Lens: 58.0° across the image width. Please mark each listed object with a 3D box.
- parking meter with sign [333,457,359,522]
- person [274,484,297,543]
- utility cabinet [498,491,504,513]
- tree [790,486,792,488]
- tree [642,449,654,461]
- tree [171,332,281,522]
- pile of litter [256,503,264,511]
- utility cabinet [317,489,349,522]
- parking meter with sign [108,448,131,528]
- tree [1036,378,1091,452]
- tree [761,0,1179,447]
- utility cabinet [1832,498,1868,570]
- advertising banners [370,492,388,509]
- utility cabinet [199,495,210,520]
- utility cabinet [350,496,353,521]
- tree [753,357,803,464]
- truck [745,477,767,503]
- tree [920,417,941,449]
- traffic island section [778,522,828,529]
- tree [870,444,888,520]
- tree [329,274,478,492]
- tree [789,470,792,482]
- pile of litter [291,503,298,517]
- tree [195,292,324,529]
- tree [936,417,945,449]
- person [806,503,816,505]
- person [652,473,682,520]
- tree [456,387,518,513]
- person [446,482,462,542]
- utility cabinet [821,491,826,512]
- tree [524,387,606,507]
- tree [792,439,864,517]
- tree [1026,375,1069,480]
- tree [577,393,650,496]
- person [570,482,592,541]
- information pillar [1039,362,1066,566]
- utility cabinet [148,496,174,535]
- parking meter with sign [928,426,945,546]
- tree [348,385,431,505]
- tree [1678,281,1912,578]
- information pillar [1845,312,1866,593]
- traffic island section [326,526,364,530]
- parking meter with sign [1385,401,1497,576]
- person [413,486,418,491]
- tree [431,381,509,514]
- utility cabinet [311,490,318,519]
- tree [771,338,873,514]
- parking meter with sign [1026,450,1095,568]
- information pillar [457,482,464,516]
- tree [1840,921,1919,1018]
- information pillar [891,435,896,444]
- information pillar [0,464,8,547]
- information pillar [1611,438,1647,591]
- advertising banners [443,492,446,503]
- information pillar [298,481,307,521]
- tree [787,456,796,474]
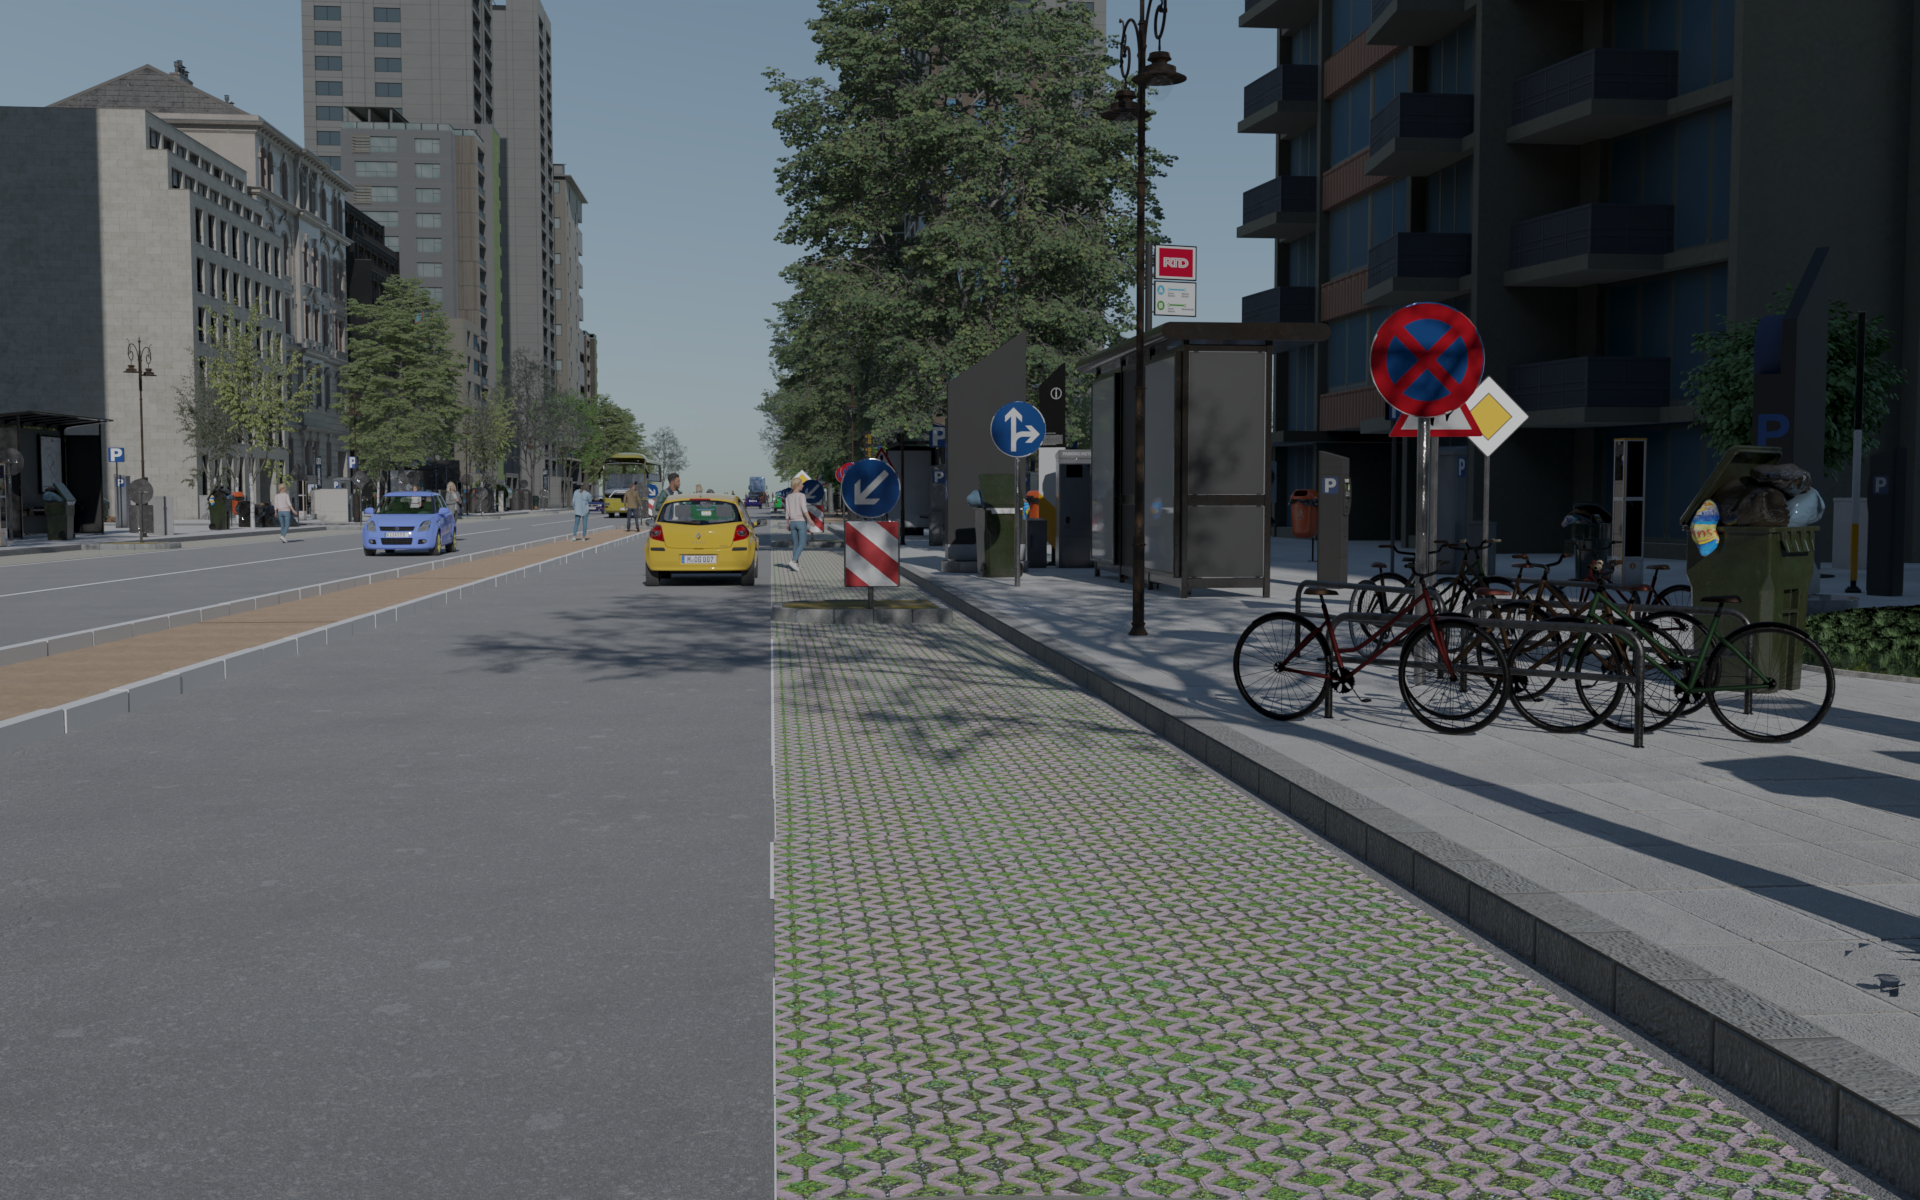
[{"bbox_3d":[-28.473,-5.101,79.658,0.543,3.016,1.738,2,4,24],"label":"parking meter with sign"},{"bbox_3d":[-19.785,-2.542,50.732,0.731,1.740,0.598,0,4,0],"label":"person"},{"bbox_3d":[-31.302,-6.691,118.083,0.318,1.500,1.173,-1,4,-13],"label":"utility cabinet"},{"bbox_3d":[-29.583,-19.046,306.004,1.663,3.219,1.824,0,3,0],"label":"tree"},{"bbox_3d":[-49.980,-19.827,274.540,4.737,8.622,4.395,0,3,0],"label":"tree"},{"bbox_3d":[-32.863,-7.803,77.934,4.360,8.622,3.978,0,3,0],"label":"tree"},{"bbox_3d":[-35.798,-4.555,88.444,1.719,0.858,1.176,1,4,20],"label":"pile of litter"},{"bbox_3d":[-28.312,-4.262,78.363,1.173,1.500,0.318,-1,4,-17],"label":"utility cabinet"},{"bbox_3d":[-31.733,-4.246,65.681,0.543,3.016,1.738,-1,4,-12],"label":"parking meter with sign"},{"bbox_3d":[7.260,-9.497,105.646,4.737,8.622,4.395,0,3,0],"label":"tree"},{"bbox_3d":[0.282,-7.956,36.737,9.857,13.997,8.962,0,3,0],"label":"tree"},{"bbox_3d":[15.317,-1.121,29.488,0.306,1.237,1.020,-1,4,-9],"label":"utility cabinet"},{"bbox_3d":[-40.945,-7.775,123.314,2.074,3.025,0.090,-3,4,-38],"label":"advertising banners"},{"bbox_3d":[-37.652,-4.612,86.563,1.020,1.237,0.306,3,5,45],"label":"utility cabinet"},{"bbox_3d":[-29.030,-4.348,82.250,0.306,1.237,1.020,-1,4,-15],"label":"utility cabinet"},{"bbox_3d":[-23.950,-23.510,240.275,12.611,20.169,13.585,0,3,0],"label":"tree"},{"bbox_3d":[-30.868,-16.638,261.793,2.967,4.110,18.799,0,4,-4],"label":"truck"},{"bbox_3d":[-3.393,-10.552,122.881,4.360,8.622,3.978,0,3,0],"label":"tree"},{"bbox_3d":[-6.494,-3.018,71.629,2.009,0.180,2.903,0,4,-6],"label":"traffic island section"},{"bbox_3d":[-2.637,-3.899,58.347,1.663,3.219,1.824,0,3,0],"label":"tree"},{"bbox_3d":[-28.727,-10.496,89.738,7.486,12.596,7.792,0,3,0],"label":"tree"},{"bbox_3d":[-10.211,-9.134,133.059,4.285,4.588,4.351,0,3,0],"label":"tree"},{"bbox_3d":[-36.725,-5.002,95.755,1.176,0.858,1.719,-1,4,-12],"label":"pile of litter"},{"bbox_3d":[-25.910,-6.929,63.659,4.737,8.622,4.395,0,3,0],"label":"tree"},{"bbox_3d":[-0.960,-11.968,146.039,4.737,8.622,4.395,0,3,0],"label":"tree"},{"bbox_3d":[-5.629,-3.375,64.037,0.716,1.782,0.532,-3,5,-42],"label":"person"},{"bbox_3d":[-5.284,-1.445,32.103,0.794,1.824,0.713,-3,4,-37],"label":"person"},{"bbox_3d":[-32.100,-10.305,118.843,4.737,8.622,4.395,0,3,0],"label":"tree"},{"bbox_3d":[-15.208,-2.656,52.114,0.537,1.800,0.526,-3,5,-45],"label":"person"},{"bbox_3d":[-9.625,-6.931,122.005,0.318,1.500,1.173,-1,4,-9],"label":"utility cabinet"},{"bbox_3d":[-38.372,-14.877,168.994,9.928,11.665,9.643,0,3,0],"label":"tree"},{"bbox_3d":[-6.589,-7.020,98.499,4.285,4.588,4.351,0,3,0],"label":"tree"},{"bbox_3d":[3.186,-8.582,90.672,4.360,8.622,3.978,0,3,0],"label":"tree"},{"bbox_3d":[-39.848,-16.924,194.829,7.486,12.596,7.792,0,3,0],"label":"tree"},{"bbox_3d":[-11.511,-2.680,52.576,0.793,1.790,0.793,-3,4,-36],"label":"person"},{"bbox_3d":[1.656,-2.417,30.879,0.504,3.616,0.183,1,4,22],"label":"information pillar"},{"bbox_3d":[-25.009,-2.633,54.209,1.020,1.237,0.306,3,4,37],"label":"utility cabinet"},{"bbox_3d":[-0.541,-2.887,43.465,0.543,3.016,1.738,0,4,2],"label":"parking meter with sign"},{"bbox_3d":[-38.543,-10.160,116.485,4.360,8.622,3.978,0,3,0],"label":"tree"},{"bbox_3d":[12.932,-2.641,26.899,4.285,4.588,4.351,0,3,0],"label":"tree"},{"bbox_3d":[11.673,-1.907,22.532,0.183,3.616,0.504,2,4,26],"label":"information pillar"},{"bbox_3d":[-24.131,-2.901,69.712,2.009,0.180,2.903,0,4,-6],"label":"traffic island section"},{"bbox_3d":[7.706,-1.923,27.708,1.738,3.016,0.543,3,5,39],"label":"parking meter with sign"},{"bbox_3d":[-20.633,-3.455,65.566,0.480,1.755,0.524,-1,4,-23],"label":"person"},{"bbox_3d":[-31.100,-9.896,112.164,4.360,8.622,3.978,0,3,0],"label":"tree"},{"bbox_3d":[-32.641,-4.835,87.731,0.318,1.500,1.173,-2,4,-29],"label":"utility cabinet"},{"bbox_3d":[-8.485,-11.903,112.737,7.486,12.596,7.792,0,3,0],"label":"tree"},{"bbox_3d":[2.008,-2.071,30.117,1.738,3.016,0.543,0,4,-6],"label":"parking meter with sign"},{"bbox_3d":[-29.683,-6.017,102.869,0.304,2.012,0.304,0,4,-3],"label":"information pillar"},{"bbox_3d":[2.966,-5.718,3.855,12.009,13.543,11.850,0,3,0],"label":"tree"},{"bbox_3d":[-2.461,-4.483,64.653,0.183,3.616,0.504,1,4,16],"label":"information pillar"},{"bbox_3d":[-23.184,-2.275,41.688,0.304,2.012,0.304,0,4,1],"label":"information pillar"},{"bbox_3d":[8.851,-1.127,22.925,0.304,2.012,0.304,0,4,-6],"label":"information pillar"},{"bbox_3d":[-31.774,-6.783,107.097,0.090,3.025,2.074,-1,4,-9],"label":"advertising banners"},{"bbox_3d":[-31.858,-4.854,83.861,0.304,2.012,0.304,0,4,5],"label":"information pillar"},{"bbox_3d":[-19.758,-16.394,218.409,4.737,8.622,4.395,0,3,0],"label":"tree"}]
